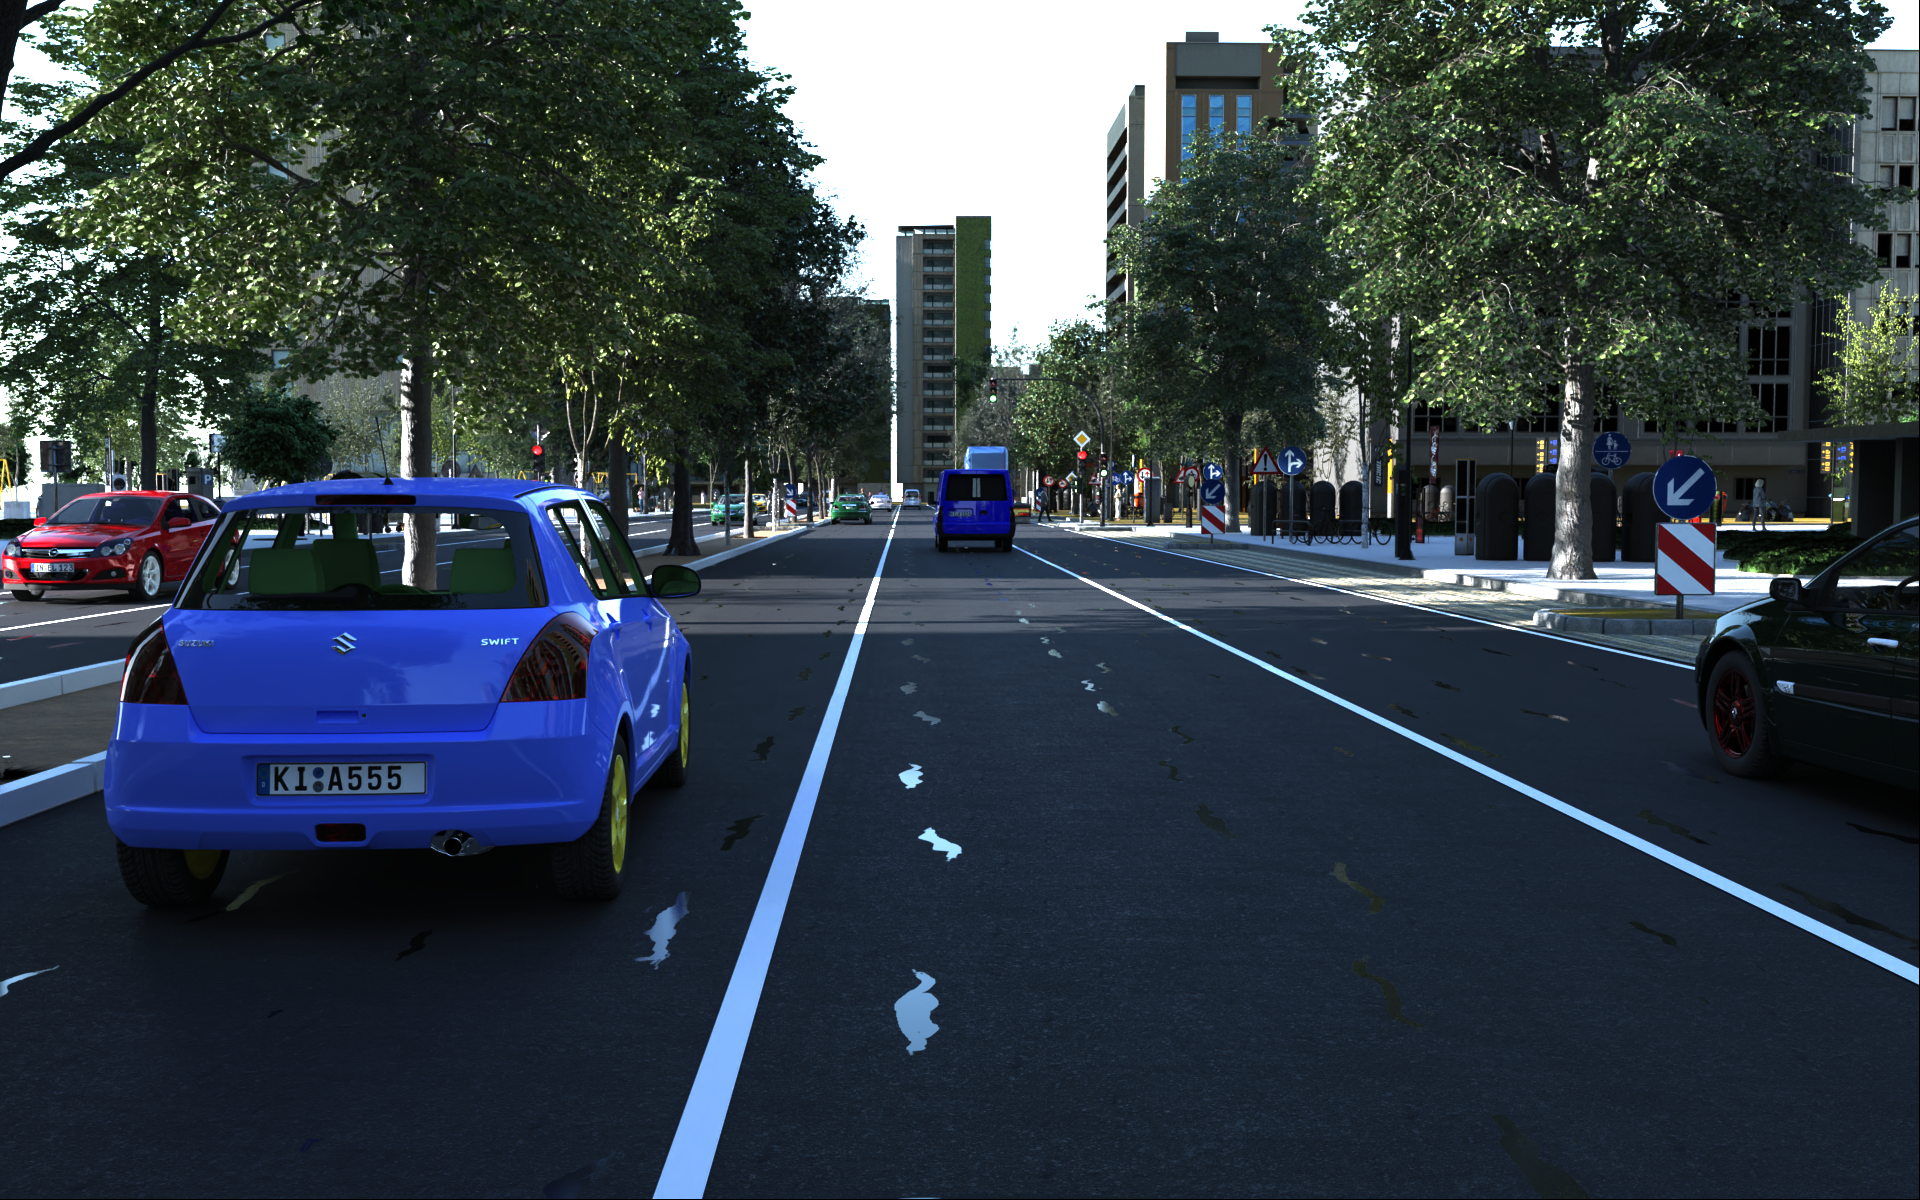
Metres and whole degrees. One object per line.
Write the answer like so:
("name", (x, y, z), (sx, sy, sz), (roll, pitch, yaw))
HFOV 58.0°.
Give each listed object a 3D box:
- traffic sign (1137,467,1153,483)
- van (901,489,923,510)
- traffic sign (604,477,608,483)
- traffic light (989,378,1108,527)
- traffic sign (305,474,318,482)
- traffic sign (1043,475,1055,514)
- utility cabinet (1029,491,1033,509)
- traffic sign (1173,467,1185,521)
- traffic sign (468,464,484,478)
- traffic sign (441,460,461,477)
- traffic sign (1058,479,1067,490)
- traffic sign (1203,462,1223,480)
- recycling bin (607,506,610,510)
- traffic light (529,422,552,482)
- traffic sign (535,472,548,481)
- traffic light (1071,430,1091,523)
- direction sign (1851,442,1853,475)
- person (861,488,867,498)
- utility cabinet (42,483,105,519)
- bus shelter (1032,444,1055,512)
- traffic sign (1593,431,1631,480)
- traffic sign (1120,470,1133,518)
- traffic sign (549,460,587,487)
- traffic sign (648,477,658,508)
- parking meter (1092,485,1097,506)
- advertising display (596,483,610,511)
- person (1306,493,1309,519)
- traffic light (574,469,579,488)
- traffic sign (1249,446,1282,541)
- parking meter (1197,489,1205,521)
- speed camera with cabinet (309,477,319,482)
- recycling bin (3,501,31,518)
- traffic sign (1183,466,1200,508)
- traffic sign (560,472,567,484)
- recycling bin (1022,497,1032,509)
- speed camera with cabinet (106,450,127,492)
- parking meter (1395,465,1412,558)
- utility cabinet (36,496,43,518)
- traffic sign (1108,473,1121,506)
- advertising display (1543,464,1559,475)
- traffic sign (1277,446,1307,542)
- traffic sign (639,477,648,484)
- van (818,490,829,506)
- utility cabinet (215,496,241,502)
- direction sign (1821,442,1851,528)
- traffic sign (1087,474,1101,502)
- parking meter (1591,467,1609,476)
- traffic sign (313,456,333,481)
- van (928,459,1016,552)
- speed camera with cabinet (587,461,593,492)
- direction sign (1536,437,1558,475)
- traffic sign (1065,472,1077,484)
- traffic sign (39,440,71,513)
("traffic sign", (8.703, -4.983, 81.573), (0.768, 2.556, 0.104), (0, 4, 5))
("van", (-4.422, -9.326, 159.490), (2.013, 2.044, 4.112), (0, 4, -2))
("traffic sign", (-23.826, -7.227, 117.899), (0.795, 2.593, 0.064), (0, 4, 8))
("traffic light", (3.502, -5.707, 67.971), (4.771, 5.953, 1.251), (0, 4, -2))
("traffic sign", (-22.307, -3.614, 59.088), (0.884, 2.594, 0.081), (0, 4, 7))
("traffic sign", (5.876, -6.969, 114.047), (0.768, 2.556, 0.104), (0, 4, 1))
("utility cabinet", (6.227, -8.326, 144.812), (1.173, 1.500, 0.318), (1, 4, 22))
("traffic sign", (10.663, -5.076, 82.989), (0.884, 2.594, 0.081), (0, 4, 1))
("traffic sign", (-20.960, -4.584, 74.954), (0.884, 2.594, 0.081), (0, 4, 6))
("traffic sign", (-19.119, -3.974, 65.088), (0.768, 2.556, 0.104), (0, 4, 5))
("traffic sign", (8.687, -8.981, 146.947), (0.768, 2.556, 0.104), (0, 4, -1))
("traffic sign", (10.097, -4.227, 69.215), (0.768, 2.556, 0.104), (0, 4, 3))
("recycling bin", (-24.654, -6.561, 119.823), (0.722, 1.027, 0.722), (-3, 4, -37))
("traffic light", (-16.360, -4.803, 67.457), (0.839, 4.253, 0.868), (0, 4, -2))
("traffic sign", (-23.609, -5.967, 97.662), (0.768, 2.556, 0.104), (0, 4, 1))
("traffic light", (5.332, -5.336, 76.160), (0.839, 4.253, 0.868), (0, 4, -2))
("direction sign", (35.632, -4.710, 69.006), (0.379, 3.537, 0.876), (0, 4, 1))
("person", (-5.635, -5.585, 100.359), (0.519, 1.759, 0.362), (-1, 4, -17))
("utility cabinet", (-18.077, -1.633, 35.378), (1.173, 1.500, 0.318), (0, 4, 4))
("bus shelter", (6.301, -9.159, 127.383), (2.179, 5.291, 8.768), (0, 4, -2))
("traffic sign", (13.271, -2.156, 35.352), (0.768, 2.556, 0.104), (0, 4, 4))
("traffic sign", (8.982, -5.703, 93.343), (0.768, 2.556, 0.104), (0, 4, 4))
("traffic sign", (-23.350, -6.693, 103.308), (2.265, 3.308, 0.079), (0, 4, 0))
("traffic sign", (-22.747, -7.845, 128.366), (0.768, 2.556, 0.104), (0, 4, 3))
("parking meter", (7.922, -5.874, 101.749), (0.255, 1.863, 0.399), (0, 4, -3))
("advertising display", (-20.539, -5.785, 99.793), (0.974, 1.923, 0.123), (-3, 5, -45))
("person", (14.440, -3.918, 72.906), (0.599, 1.781, 0.374), (-1, 4, -10))
("traffic light", (-14.530, -6.170, 75.540), (4.771, 5.953, 1.251), (0, 4, -2))
("traffic sign", (8.244, -2.864, 46.828), (0.884, 2.594, 0.081), (0, 4, 0))
("parking meter", (11.530, -4.558, 82.927), (0.372, 1.533, 0.369), (0, 3, 0))
("speed camera with cabinet", (-27.862, -5.008, 76.208), (2.038, 3.252, 0.660), (-2, 4, -34))
("recycling bin", (-34.555, -3.114, 63.472), (0.722, 1.027, 0.722), (-1, 4, -11))
("traffic sign", (10.697, -4.894, 80.118), (0.768, 2.556, 0.104), (0, 4, 0))
("traffic sign", (-23.261, -6.154, 100.731), (0.768, 2.556, 0.104), (0, 4, 2))
("recycling bin", (5.466, -7.888, 141.530), (0.722, 1.027, 0.722), (1, 4, 12))
("speed camera with cabinet", (-38.358, -5.079, 77.371), (0.660, 3.252, 2.038), (2, 4, 34))
("parking meter", (8.981, -1.797, 35.091), (0.255, 1.863, 0.399), (0, 4, 4))
("utility cabinet", (-34.107, -3.299, 65.099), (1.020, 1.237, 0.306), (-3, 5, -41))
("traffic sign", (9.170, -6.279, 102.771), (0.768, 2.556, 0.104), (0, 4, 6))
("advertising display", (12.958, -1.958, 37.219), (0.974, 1.923, 0.123), (-1, 4, -16))
("traffic sign", (8.880, -2.832, 46.404), (0.768, 2.556, 0.104), (0, 4, 6))
("traffic sign", (-24.056, -8.055, 131.810), (0.768, 2.556, 0.104), (0, 4, 5))
("van", (-13.942, -10.709, 182.104), (2.013, 2.044, 4.112), (0, 4, -1))
("utility cabinet", (-27.161, -3.260, 64.461), (1.020, 1.237, 0.306), (-2, 4, -30))
("direction sign", (32.917, -4.484, 65.304), (0.876, 3.537, 0.379), (3, 5, 40))
("traffic sign", (7.652, -6.031, 98.607), (0.884, 2.594, 0.081), (0, 4, 5))
("parking meter", (13.581, -1.904, 36.840), (0.255, 1.863, 0.399), (-1, 4, -10))
("traffic sign", (-19.255, -3.182, 52.130), (0.768, 2.556, 0.104), (0, 4, 2))
("van", (0.315, -2.467, 44.725), (2.240, 2.365, 5.245), (0, 4, -2))
("speed camera with cabinet", (-20.509, -6.128, 94.534), (0.660, 3.252, 2.038), (-1, 4, -21))
("direction sign", (23.495, -4.735, 69.410), (0.876, 3.537, 0.379), (3, 5, 43))
("traffic sign", (6.593, -6.243, 101.802), (0.795, 2.593, 0.064), (0, 4, -2))
("traffic sign", (-17.245, -1.891, 33.048), (0.606, 2.300, 0.079), (0, 4, 3))
